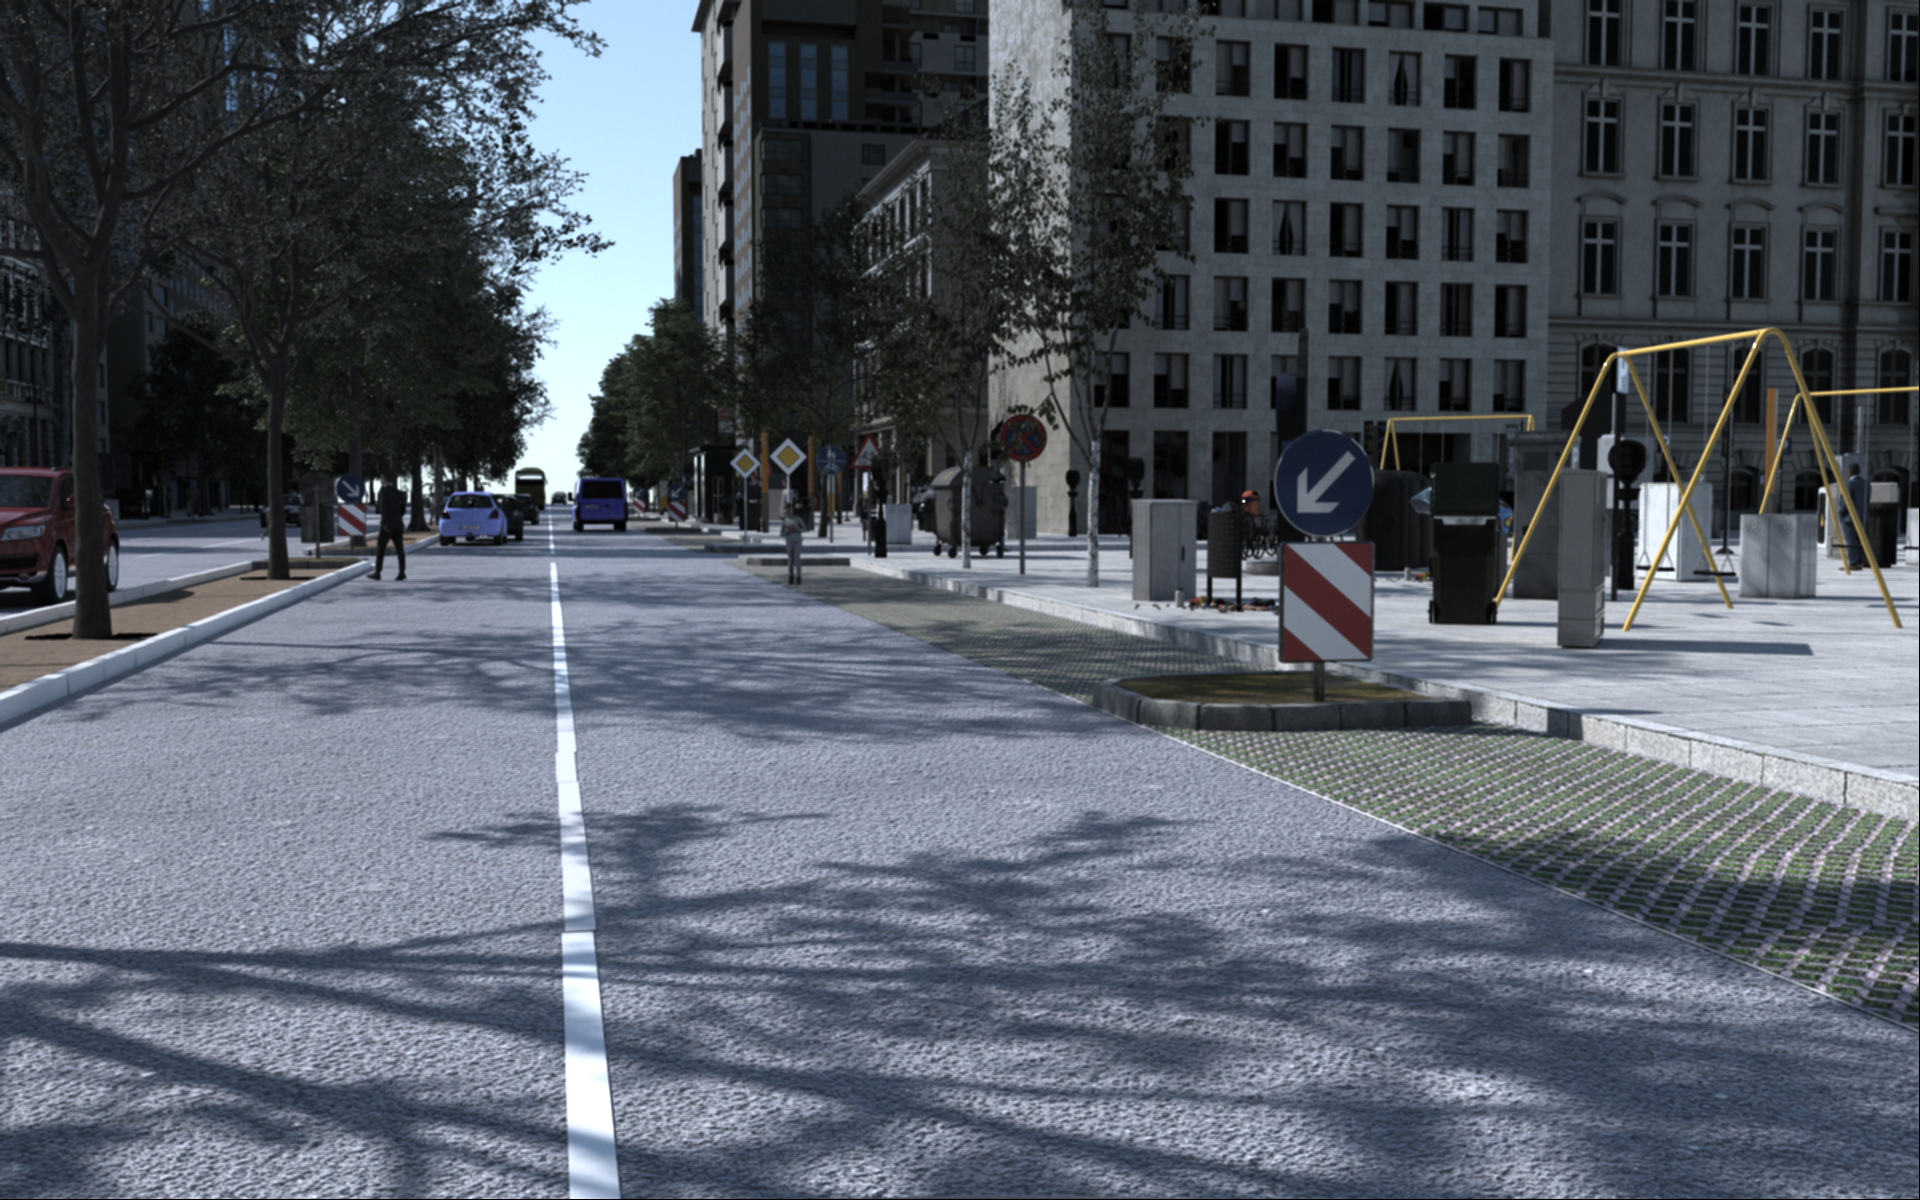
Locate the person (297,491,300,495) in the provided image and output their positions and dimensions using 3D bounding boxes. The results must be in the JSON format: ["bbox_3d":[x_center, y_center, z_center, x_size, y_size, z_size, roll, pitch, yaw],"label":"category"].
[{"bbox_3d":[-63.025,-9.735,165.666,0.568,1.767,0.683,2,4,24],"label":"person"}]

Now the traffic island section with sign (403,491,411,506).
[{"bbox_3d":[-69.116,-12.660,215.615,1.989,1.847,2.006,-1,4,-13],"label":"traffic island section with sign"}]

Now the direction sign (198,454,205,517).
[{"bbox_3d":[-42.650,-6.440,97.290,0.379,3.537,0.876,-1,4,-9],"label":"direction sign"}]

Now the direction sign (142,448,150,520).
[{"bbox_3d":[-40.362,-5.734,85.747,0.379,3.537,0.876,-2,4,-32],"label":"direction sign"}]

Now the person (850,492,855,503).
[{"bbox_3d":[-7.570,-7.129,125.826,0.991,1.433,0.599,-2,4,-29],"label":"person"}]

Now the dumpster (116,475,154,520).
[{"bbox_3d":[-42.762,-5.330,89.646,1.502,2.255,1.985,-1,4,-13],"label":"dumpster"}]

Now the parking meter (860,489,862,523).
[{"bbox_3d":[-4.229,-4.174,76.655,0.372,1.533,0.369,0,3,0],"label":"parking meter"}]

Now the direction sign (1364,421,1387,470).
[{"bbox_3d":[12.863,-3.776,53.733,0.876,3.537,0.379,-2,4,-28],"label":"direction sign"}]

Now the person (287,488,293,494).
[{"bbox_3d":[-50.966,-7.651,131.809,0.551,1.740,0.621,0,4,4],"label":"person"}]

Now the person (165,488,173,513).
[{"bbox_3d":[-55.088,-6.949,120.440,0.721,1.735,1.217,0,4,3],"label":"person"}]

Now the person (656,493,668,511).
[{"bbox_3d":[-22.215,-7.554,129.570,1.348,1.822,0.705,-2,4,-28],"label":"person"}]

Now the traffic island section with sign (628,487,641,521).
[{"bbox_3d":[-17.145,-5.081,91.699,1.989,1.847,2.006,-1,4,-13],"label":"traffic island section with sign"}]

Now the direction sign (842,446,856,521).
[{"bbox_3d":[-5.333,-5.484,81.668,0.876,3.537,0.379,1,4,20],"label":"direction sign"}]

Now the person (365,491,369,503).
[{"bbox_3d":[-85.893,-14.941,251.044,0.721,1.736,1.217,-3,5,-39],"label":"person"}]

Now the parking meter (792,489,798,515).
[{"bbox_3d":[-8.602,-5.005,90.246,0.372,1.533,0.369,0,3,0],"label":"parking meter"}]

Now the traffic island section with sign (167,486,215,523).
[{"bbox_3d":[-38.523,-4.786,86.876,1.989,1.847,2.006,-1,4,-13],"label":"traffic island section with sign"}]

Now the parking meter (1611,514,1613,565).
[{"bbox_3d":[11.630,-1.405,31.379,0.372,1.533,0.369,0,3,0],"label":"parking meter"}]

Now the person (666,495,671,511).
[{"bbox_3d":[-22.568,-7.566,132.930,0.799,1.438,0.628,-2,4,-24],"label":"person"}]

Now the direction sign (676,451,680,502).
[{"bbox_3d":[-14.774,-6.039,90.738,0.379,3.537,0.876,-1,4,-22],"label":"direction sign"}]

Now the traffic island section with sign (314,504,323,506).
[{"bbox_3d":[-49.871,-7.707,134.641,1.989,1.847,2.006,-1,4,-13],"label":"traffic island section with sign"}]

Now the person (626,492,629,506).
[{"bbox_3d":[-33.448,-10.144,172.830,0.756,1.711,0.436,0,4,-4],"label":"person"}]

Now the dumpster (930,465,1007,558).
[{"bbox_3d":[0.187,-1.810,35.346,1.264,1.857,1.865,-1,4,-13],"label":"dumpster"}]

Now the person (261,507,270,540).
[{"bbox_3d":[-21.128,-2.467,53.082,0.590,1.304,0.306,0,4,0],"label":"person"}]

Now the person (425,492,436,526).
[{"bbox_3d":[-23.376,-4.008,76.621,0.503,1.515,0.523,2,4,28],"label":"person"}]

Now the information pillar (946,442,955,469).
[{"bbox_3d":[-0.424,-5.299,77.991,0.504,3.616,0.183,-3,5,-41],"label":"information pillar"}]

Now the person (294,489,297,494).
[{"bbox_3d":[-74.409,-11.520,194.264,0.599,1.838,0.709,-1,4,-20],"label":"person"}]

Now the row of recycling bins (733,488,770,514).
[{"bbox_3d":[-13.056,-6.171,108.009,1.069,1.692,3.534,3,5,41],"label":"row of recycling bins"}]

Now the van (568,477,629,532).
[{"bbox_3d":[-14.171,-3.887,67.939,2.240,2.365,5.245,-1,4,-15],"label":"van"}]

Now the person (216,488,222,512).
[{"bbox_3d":[-54.127,-7.331,126.463,0.434,1.755,0.990,-1,4,-13],"label":"person"}]

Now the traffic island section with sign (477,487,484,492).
[{"bbox_3d":[-31.716,-6.482,114.114,2.006,1.907,1.989,-1,4,-13],"label":"traffic island section with sign"}]

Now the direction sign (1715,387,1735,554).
[{"bbox_3d":[16.449,-2.761,37.146,0.379,3.537,0.876,3,4,37],"label":"direction sign"}]

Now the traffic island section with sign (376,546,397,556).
[{"bbox_3d":[-14.330,-2.010,41.007,2.006,1.907,1.989,-1,4,-13],"label":"traffic island section with sign"}]

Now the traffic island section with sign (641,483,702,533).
[{"bbox_3d":[-10.775,-3.442,64.897,1.989,1.847,2.006,-1,4,-13],"label":"traffic island section with sign"}]

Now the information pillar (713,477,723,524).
[{"bbox_3d":[-10.267,-4.226,73.590,0.304,2.012,0.304,3,5,43],"label":"information pillar"}]

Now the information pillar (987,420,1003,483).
[{"bbox_3d":[1.174,-3.883,54.846,0.504,3.616,0.183,3,5,41],"label":"information pillar"}]

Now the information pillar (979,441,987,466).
[{"bbox_3d":[1.036,-4.889,71.298,0.504,3.616,0.183,0,4,0],"label":"information pillar"}]

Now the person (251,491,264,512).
[{"bbox_3d":[-50.851,-7.282,125.235,1.348,1.807,0.705,2,4,27],"label":"person"}]

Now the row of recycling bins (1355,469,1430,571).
[{"bbox_3d":[7.647,-1.416,30.268,1.069,1.692,3.534,2,4,23],"label":"row of recycling bins"}]

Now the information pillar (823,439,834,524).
[{"bbox_3d":[-5.626,-4.992,72.971,0.183,3.616,0.504,-3,4,-36],"label":"information pillar"}]

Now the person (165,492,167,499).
[{"bbox_3d":[-60.090,-7.612,130.506,0.705,1.824,1.348,0,4,4],"label":"person"}]

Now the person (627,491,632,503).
[{"bbox_3d":[-49.449,-15.499,260.134,1.217,1.739,0.721,1,4,17],"label":"person"}]

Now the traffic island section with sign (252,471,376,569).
[{"bbox_3d":[-12.626,-1.569,33.798,2.006,1.907,1.989,-1,4,-13],"label":"traffic island section with sign"}]

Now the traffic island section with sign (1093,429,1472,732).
[{"bbox_3d":[1.959,-0.167,11.360,1.989,1.847,2.006,-1,4,-13],"label":"traffic island section with sign"}]

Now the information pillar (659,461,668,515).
[{"bbox_3d":[-18.034,-6.964,105.215,0.504,3.616,0.183,0,4,-6],"label":"information pillar"}]

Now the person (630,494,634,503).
[{"bbox_3d":[-48.319,-15.291,256.051,0.705,1.824,1.348,1,4,16],"label":"person"}]

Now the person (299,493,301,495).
[{"bbox_3d":[-62.268,-9.616,163.927,0.551,1.740,0.621,-2,4,-27],"label":"person"}]

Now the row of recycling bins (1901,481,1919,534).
[{"bbox_3d":[31.718,-3.070,57.309,1.069,1.692,3.534,2,4,29],"label":"row of recycling bins"}]

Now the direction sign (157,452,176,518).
[{"bbox_3d":[-42.219,-6.131,92.243,0.876,3.537,0.379,-1,4,-14],"label":"direction sign"}]

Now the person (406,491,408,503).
[{"bbox_3d":[-84.027,-15.693,263.310,0.721,1.739,1.217,-2,4,-25],"label":"person"}]
